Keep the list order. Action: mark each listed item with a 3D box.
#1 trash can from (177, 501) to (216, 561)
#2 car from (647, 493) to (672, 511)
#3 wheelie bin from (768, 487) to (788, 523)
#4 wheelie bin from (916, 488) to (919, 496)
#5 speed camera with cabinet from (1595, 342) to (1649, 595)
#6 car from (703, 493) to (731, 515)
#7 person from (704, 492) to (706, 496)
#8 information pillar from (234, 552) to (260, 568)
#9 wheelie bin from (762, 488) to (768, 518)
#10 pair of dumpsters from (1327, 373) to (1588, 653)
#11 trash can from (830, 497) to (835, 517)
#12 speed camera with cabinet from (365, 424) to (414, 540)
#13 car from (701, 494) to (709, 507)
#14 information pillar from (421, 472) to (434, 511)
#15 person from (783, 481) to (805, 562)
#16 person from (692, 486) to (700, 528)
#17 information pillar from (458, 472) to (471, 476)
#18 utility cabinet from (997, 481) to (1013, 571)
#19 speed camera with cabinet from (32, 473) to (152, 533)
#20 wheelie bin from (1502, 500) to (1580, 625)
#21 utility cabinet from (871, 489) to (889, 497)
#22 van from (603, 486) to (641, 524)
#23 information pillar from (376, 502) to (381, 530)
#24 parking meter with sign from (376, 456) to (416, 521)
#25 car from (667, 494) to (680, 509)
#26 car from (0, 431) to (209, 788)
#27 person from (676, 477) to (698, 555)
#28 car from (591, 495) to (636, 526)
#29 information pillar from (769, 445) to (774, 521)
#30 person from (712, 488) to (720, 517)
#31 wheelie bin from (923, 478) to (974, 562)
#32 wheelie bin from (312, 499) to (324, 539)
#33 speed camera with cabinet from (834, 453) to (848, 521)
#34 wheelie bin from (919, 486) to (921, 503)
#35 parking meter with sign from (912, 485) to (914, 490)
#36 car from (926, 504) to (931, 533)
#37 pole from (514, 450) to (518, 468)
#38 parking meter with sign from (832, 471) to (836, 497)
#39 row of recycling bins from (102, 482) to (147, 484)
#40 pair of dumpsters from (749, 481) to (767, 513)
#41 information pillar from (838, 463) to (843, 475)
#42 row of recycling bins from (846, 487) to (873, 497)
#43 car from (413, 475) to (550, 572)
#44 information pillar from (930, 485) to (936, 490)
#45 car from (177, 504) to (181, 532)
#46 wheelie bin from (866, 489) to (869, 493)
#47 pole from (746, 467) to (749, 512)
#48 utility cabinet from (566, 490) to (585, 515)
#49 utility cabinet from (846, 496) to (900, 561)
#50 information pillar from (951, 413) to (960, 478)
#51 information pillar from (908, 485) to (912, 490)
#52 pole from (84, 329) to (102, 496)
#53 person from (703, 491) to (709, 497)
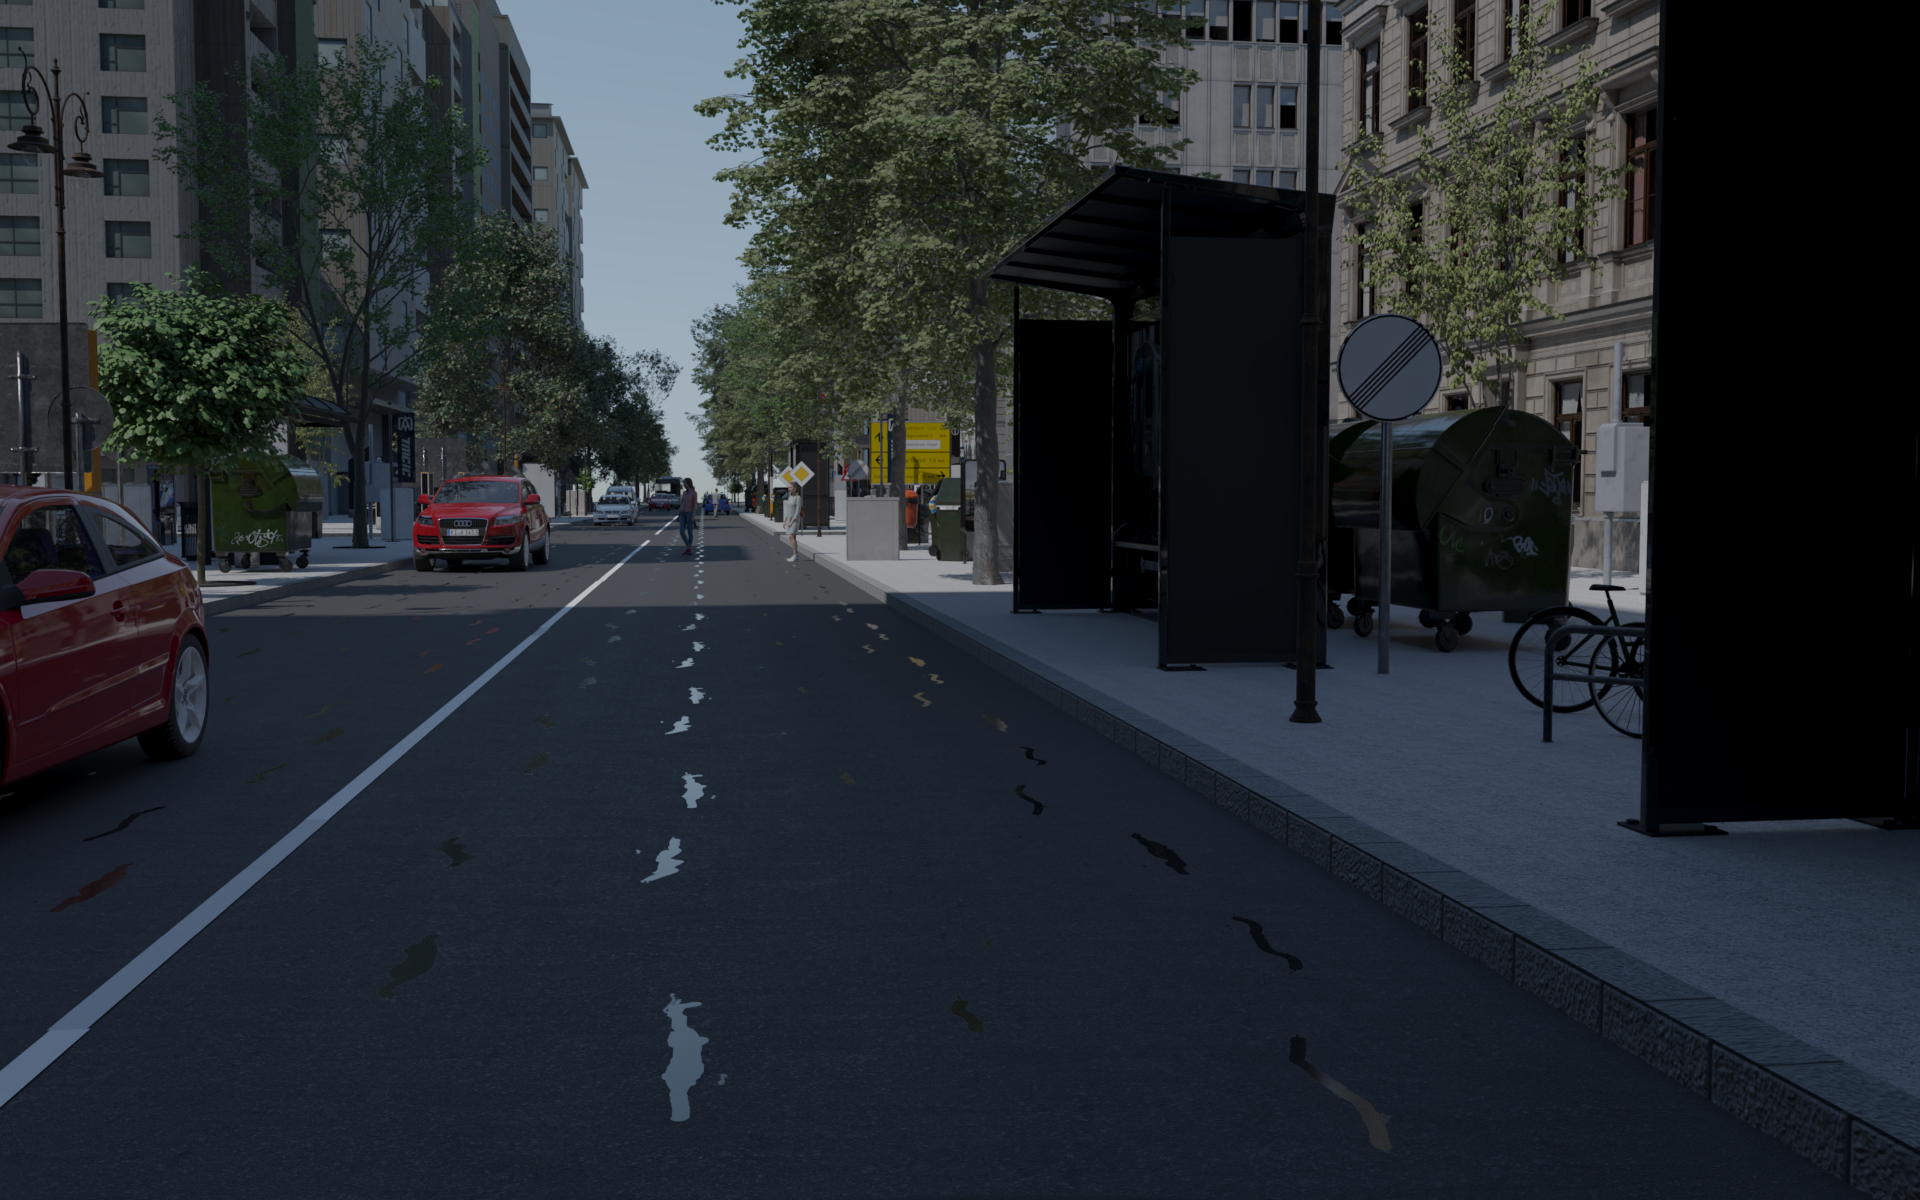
[{"bbox_3d":[-14.664,-1.326,33.334,0.748,1.137,0.748,0,3,0],"label":"trash can"},{"bbox_3d":[-25.601,-8.467,147.483,2.155,1.783,4.494,-1,4,-10],"label":"car"},{"bbox_3d":[-7.997,-4.273,77.764,0.980,1.594,0.693,0,4,-6],"label":"wheelie bin"},{"bbox_3d":[-1.328,-3.555,66.028,0.693,1.594,0.980,3,4,37],"label":"wheelie bin"},{"bbox_3d":[8.882,-1.692,22.008,0.660,3.252,2.038,-1,4,-10],"label":"speed camera with cabinet"},{"bbox_3d":[-16.826,-6.755,120.042,1.945,1.707,3.694,-1,4,-8],"label":"car"},{"bbox_3d":[-35.956,-14.390,244.687,0.541,1.710,0.530,1,4,15],"label":"person"},{"bbox_3d":[-12.388,-1.562,30.038,0.304,2.012,0.304,1,4,11],"label":"information pillar"},{"bbox_3d":[-10.258,-5.291,94.408,0.980,1.594,0.693,-1,4,-22],"label":"wheelie bin"},{"bbox_3d":[4.053,-0.826,15.991,1.574,2.255,4.437,-1,4,-8],"label":"pair of dumpsters"},{"bbox_3d":[-7.548,-5.514,101.804,0.748,1.137,0.748,0,3,0],"label":"trash can"},{"bbox_3d":[-16.076,-3.326,48.710,0.660,3.252,2.038,-3,5,-42],"label":"speed camera with cabinet"},{"bbox_3d":[-27.303,-10.889,189.835,2.131,1.459,4.920,-1,4,-10],"label":"car"},{"bbox_3d":[-17.991,-3.306,58.539,0.304,2.012,0.304,1,4,16],"label":"information pillar"},{"bbox_3d":[-3.547,-1.679,36.953,0.522,1.701,0.512,-3,4,-38],"label":"person"},{"bbox_3d":[-11.232,-3.923,73.043,0.661,1.777,0.834,3,4,36],"label":"person"},{"bbox_3d":[-16.706,-3.302,58.475,0.304,2.012,0.304,3,4,36],"label":"information pillar"},{"bbox_3d":[0.968,-1.226,28.721,1.173,1.500,0.318,-1,4,-21],"label":"utility cabinet"},{"bbox_3d":[-14.414,-2.097,28.624,0.660,3.252,2.038,2,4,24],"label":"speed camera with cabinet"},{"bbox_3d":[5.729,-0.574,17.290,0.693,1.594,0.980,3,4,38],"label":"wheelie bin"},{"bbox_3d":[-3.582,-4.208,77.479,0.318,1.500,1.173,-2,4,-34],"label":"utility cabinet"},{"bbox_3d":[-16.744,-4.792,85.363,2.013,2.044,4.112,-1,4,-10],"label":"van"},{"bbox_3d":[-20.711,-3.519,62.028,0.304,2.012,0.304,2,4,30],"label":"information pillar"},{"bbox_3d":[-26.346,-5.181,80.974,0.543,3.016,1.738,3,5,42],"label":"parking meter with sign"},{"bbox_3d":[-27.369,-9.224,162.603,2.131,1.459,4.920,-1,4,-9],"label":"car"},{"bbox_3d":[-4.897,0.070,7.902,2.155,1.783,4.494,0,4,-7],"label":"car"},{"bbox_3d":[-6.445,-1.977,40.827,0.555,1.821,0.388,1,4,23],"label":"person"},{"bbox_3d":[-15.789,-4.104,79.098,2.014,1.417,4.499,-1,4,-9],"label":"car"},{"bbox_3d":[-9.072,-5.624,83.303,0.183,3.616,0.504,-1,4,-11],"label":"information pillar"},{"bbox_3d":[-15.074,-6.044,107.526,0.606,1.804,0.583,2,4,25],"label":"person"},{"bbox_3d":[-0.067,-1.543,33.135,0.980,1.594,0.693,2,4,31],"label":"wheelie bin"},{"bbox_3d":[-18.794,-2.574,49.990,0.980,1.594,0.693,0,4,-2],"label":"wheelie bin"},{"bbox_3d":[-5.726,-5.441,83.297,0.660,3.252,2.038,0,4,-4],"label":"speed camera with cabinet"},{"bbox_3d":[-0.212,-1.697,35.659,0.693,1.594,0.980,2,4,35],"label":"wheelie bin"},{"bbox_3d":[-2.900,-7.298,115.583,0.543,3.016,1.738,-1,4,-18],"label":"parking meter with sign"},{"bbox_3d":[-0.339,-2.796,58.077,4.827,1.381,2.083,0,4,-7],"label":"car"},{"bbox_3d":[-20.632,-5.304,80.566,0.158,3.312,0.155,0,3,0],"label":"pole"},{"bbox_3d":[-9.232,-8.168,129.801,0.543,3.016,1.738,-1,4,-9],"label":"parking meter with sign"},{"bbox_3d":[-28.950,-3.218,59.730,1.069,1.692,3.534,2,4,24],"label":"row of recycling bins"},{"bbox_3d":[-13.678,-7.136,119.162,1.574,2.255,4.437,-1,4,-9],"label":"pair of dumpsters"},{"bbox_3d":[-8.567,-8.052,123.005,0.504,3.616,0.183,-1,4,-9],"label":"information pillar"},{"bbox_3d":[-5.631,-6.112,107.036,3.534,1.692,1.069,1,4,17],"label":"row of recycling bins"},{"bbox_3d":[-9.253,-1.535,33.777,2.281,1.827,5.304,0,4,-6],"label":"car"},{"bbox_3d":[-1.289,-4.982,85.939,0.304,2.012,0.304,2,4,35],"label":"information pillar"},{"bbox_3d":[-26.620,-2.523,53.614,4.827,1.381,2.083,0,4,-8],"label":"car"},{"bbox_3d":[-6.051,-6.254,110.165,0.980,1.594,0.693,-3,5,-39],"label":"wheelie bin"},{"bbox_3d":[-15.303,-8.012,124.844,0.158,3.312,0.155,0,3,0],"label":"pole"},{"bbox_3d":[-23.253,-5.889,104.961,1.173,1.500,0.318,1,4,13],"label":"utility cabinet"},{"bbox_3d":[-1.685,-1.364,33.457,1.020,1.237,0.306,0,4,-6],"label":"utility cabinet"},{"bbox_3d":[-0.211,-3.557,49.516,0.504,3.616,0.183,0,4,2],"label":"information pillar"},{"bbox_3d":[-3.373,-7.024,119.336,0.304,2.012,0.304,3,5,41],"label":"information pillar"},{"bbox_3d":[-10.829,-1.697,21.595,0.158,3.312,0.155,0,3,0],"label":"pole"},{"bbox_3d":[-35.828,-14.528,245.665,1.348,1.869,0.705,-1,4,-15],"label":"person"}]
